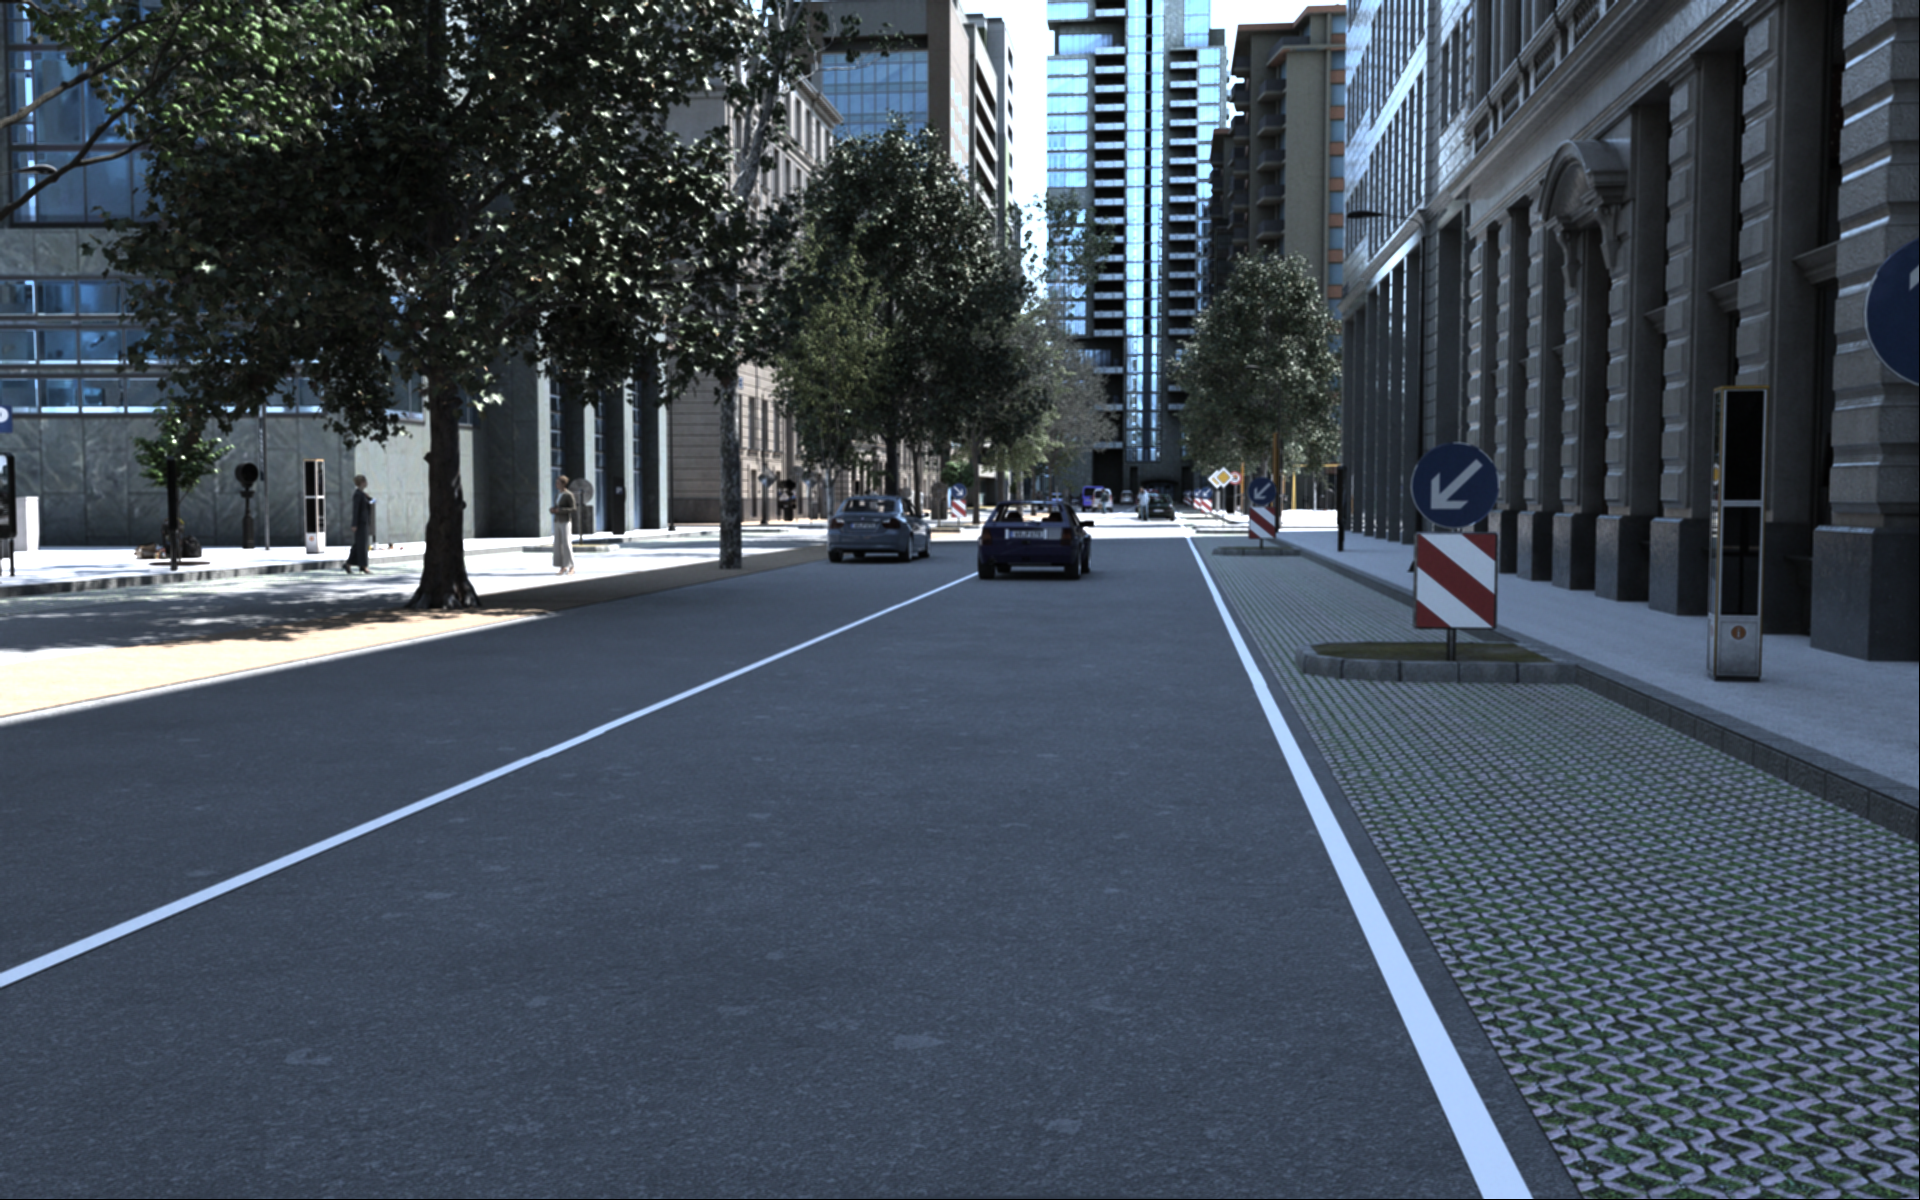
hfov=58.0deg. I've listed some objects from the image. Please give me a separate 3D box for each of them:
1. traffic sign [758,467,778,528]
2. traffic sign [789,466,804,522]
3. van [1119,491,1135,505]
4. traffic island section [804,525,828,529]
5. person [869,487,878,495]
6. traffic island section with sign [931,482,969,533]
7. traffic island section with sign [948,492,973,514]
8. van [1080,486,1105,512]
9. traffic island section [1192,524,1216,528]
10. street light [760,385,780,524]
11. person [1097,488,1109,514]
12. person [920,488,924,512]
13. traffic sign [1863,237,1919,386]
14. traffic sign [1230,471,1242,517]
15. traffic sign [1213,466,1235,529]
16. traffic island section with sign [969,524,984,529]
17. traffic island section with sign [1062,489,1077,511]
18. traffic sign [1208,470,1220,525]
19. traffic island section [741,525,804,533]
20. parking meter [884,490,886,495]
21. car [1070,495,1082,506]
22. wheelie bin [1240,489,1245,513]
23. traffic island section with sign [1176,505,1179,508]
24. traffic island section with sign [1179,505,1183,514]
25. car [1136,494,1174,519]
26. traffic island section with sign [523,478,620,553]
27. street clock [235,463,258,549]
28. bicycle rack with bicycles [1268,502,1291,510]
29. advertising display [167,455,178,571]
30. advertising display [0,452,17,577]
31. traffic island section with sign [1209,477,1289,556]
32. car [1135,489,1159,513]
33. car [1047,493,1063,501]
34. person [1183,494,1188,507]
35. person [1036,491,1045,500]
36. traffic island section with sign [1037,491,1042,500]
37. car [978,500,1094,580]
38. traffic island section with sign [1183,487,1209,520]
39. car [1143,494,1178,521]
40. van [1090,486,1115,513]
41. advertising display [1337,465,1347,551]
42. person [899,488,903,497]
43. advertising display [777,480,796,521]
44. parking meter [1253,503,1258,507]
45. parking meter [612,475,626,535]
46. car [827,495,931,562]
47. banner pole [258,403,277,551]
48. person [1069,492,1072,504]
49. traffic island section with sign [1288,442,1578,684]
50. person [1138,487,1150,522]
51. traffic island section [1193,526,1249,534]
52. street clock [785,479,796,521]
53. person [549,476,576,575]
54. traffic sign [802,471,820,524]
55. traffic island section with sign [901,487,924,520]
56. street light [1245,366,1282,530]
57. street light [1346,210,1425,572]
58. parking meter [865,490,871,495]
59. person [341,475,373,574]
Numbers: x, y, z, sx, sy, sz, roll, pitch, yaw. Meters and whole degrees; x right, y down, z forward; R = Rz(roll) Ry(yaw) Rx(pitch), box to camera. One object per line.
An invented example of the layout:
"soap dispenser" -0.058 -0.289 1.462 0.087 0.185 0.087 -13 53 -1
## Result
"traffic sign" -7.228 -3.761 65.127 0.795 2.450 0.064 0 4 7
"traffic sign" -7.377 -4.780 78.256 0.768 2.556 0.104 1 4 10
"van" 21.251 -13.062 220.571 2.013 2.044 4.112 0 4 6
"traffic island section" -6.305 -3.110 73.121 2.009 0.180 2.903 0 4 7
"person" -3.863 -4.317 79.277 0.606 1.804 0.583 3 5 40
"traffic island section with sign" -0.864 -3.458 64.668 2.006 1.907 1.989 0 4 7
"traffic island section with sign" 0.223 -7.118 125.012 1.989 1.847 2.006 0 4 7
"van" 10.849 -8.326 140.518 2.240 2.365 5.245 0 4 5
"traffic island section" 10.566 -2.986 71.109 2.009 0.180 2.903 0 4 7
"street light" -7.771 -6.147 73.051 1.470 5.913 1.316 0 4 7
"person" 10.093 -6.943 122.003 0.794 1.824 0.713 -3 5 -40
"person" -2.476 -5.854 104.404 0.606 1.804 0.583 -3 5 -41
"traffic sign" 4.804 -0.513 8.495 0.768 2.556 0.104 1 4 11
"traffic sign" 15.228 -5.864 95.977 0.768 2.556 0.104 0 4 8
"traffic sign" 9.595 -3.637 63.106 0.795 2.450 0.064 0 4 7
"traffic island section with sign" 0.024 -3.907 72.022 2.006 1.907 1.989 0 4 7
"traffic island section with sign" 8.922 -8.471 146.634 2.006 1.907 1.989 0 4 7
"traffic sign" 10.542 -4.122 71.035 0.795 2.450 0.064 0 4 7
"traffic island section" -7.252 -2.625 65.192 2.009 0.180 2.903 0 4 7
"parking meter" -4.408 -5.898 104.842 0.372 1.533 0.369 0 3 0
"car" 13.356 -11.586 202.004 1.945 1.354 3.894 0 4 8
"wheelie bin" 19.114 -6.587 115.605 0.693 1.594 0.980 -3 4 -37
"traffic island section with sign" 22.659 -10.012 172.327 1.989 1.847 2.006 0 4 7
"traffic island section with sign" 16.822 -7.018 123.378 1.989 1.847 2.006 0 4 7
"car" 11.176 -5.356 99.367 2.131 1.459 4.920 0 4 7
"traffic island section with sign" -9.563 -2.104 43.021 1.989 1.847 2.006 0 4 7
"street clock" -16.570 -2.184 40.281 0.358 2.002 0.471 2 4 31
"bicycle rack with bicycles" 25.114 -7.597 137.591 2.852 0.926 2.925 -3 5 -44
"advertising display" -13.295 -1.470 29.249 0.123 1.923 0.974 -2 4 -23
"advertising display" -15.148 -1.332 26.986 0.974 1.923 0.123 1 4 15
"traffic island section with sign" 6.960 -1.966 40.775 1.989 1.847 2.006 0 4 7
"car" 14.825 -7.782 135.908 2.281 1.827 5.304 0 4 7
"car" 9.995 -10.431 180.137 1.945 1.707 3.694 0 4 7
"person" 23.886 -10.580 182.002 0.721 1.766 1.217 -3 4 -38
"person" 8.804 -11.146 191.450 1.217 1.736 0.721 -2 4 -25
"traffic island section with sign" 9.283 -11.759 200.892 1.989 1.847 2.006 0 4 7
"car" 1.353 -1.091 30.425 1.945 1.354 3.894 0 4 8
"traffic island section with sign" 13.619 -5.381 96.613 1.989 1.847 2.006 0 4 7
"car" 10.685 -5.089 92.987 2.009 1.686 4.222 0 4 7
"van" 11.164 -7.872 135.726 2.013 2.044 4.112 0 4 5
"advertising display" 8.616 -2.073 39.108 0.123 1.923 0.974 1 4 18
"person" -3.096 -4.799 87.517 0.362 1.759 0.519 -2 4 -30
"advertising display" -8.110 -4.672 81.593 0.974 1.923 0.123 0 4 4
"parking meter" 19.986 -6.834 117.454 0.255 1.863 0.399 3 5 42
"parking meter" -10.663 -2.961 54.130 0.399 1.863 0.255 -2 4 -24
"car" -1.735 -1.575 37.750 2.014 1.417 4.499 0 4 7
"banner pole" -15.791 -3.012 39.262 0.401 3.779 0.863 -2 4 -32
"person" 12.425 -11.328 194.420 0.721 1.735 1.217 0 4 6
"traffic island section with sign" 3.764 -0.329 14.010 1.989 1.847 2.006 0 4 7
"person" 9.439 -4.895 88.792 0.793 1.790 0.793 -2 4 -30
"traffic island section" 9.619 -2.502 63.180 2.009 0.180 2.903 0 4 7
"street clock" -7.952 -4.684 81.153 0.471 2.002 0.358 -2 4 -24
"person" -7.072 -1.325 30.707 0.519 1.759 0.362 3 4 38
"traffic sign" -6.281 -4.246 73.056 0.795 2.450 0.064 0 4 7
"traffic island section with sign" -3.059 -5.436 97.513 1.989 1.847 2.006 0 4 7
"street light" 11.002 -5.517 62.749 1.470 5.913 1.316 0 4 7
"street light" 7.021 -3.420 28.458 1.470 5.913 1.316 0 4 7
"parking meter" -5.143 -5.407 96.822 0.372 1.533 0.369 0 3 0
"person" -10.749 -1.346 30.934 0.534 1.772 0.576 -2 4 -35
